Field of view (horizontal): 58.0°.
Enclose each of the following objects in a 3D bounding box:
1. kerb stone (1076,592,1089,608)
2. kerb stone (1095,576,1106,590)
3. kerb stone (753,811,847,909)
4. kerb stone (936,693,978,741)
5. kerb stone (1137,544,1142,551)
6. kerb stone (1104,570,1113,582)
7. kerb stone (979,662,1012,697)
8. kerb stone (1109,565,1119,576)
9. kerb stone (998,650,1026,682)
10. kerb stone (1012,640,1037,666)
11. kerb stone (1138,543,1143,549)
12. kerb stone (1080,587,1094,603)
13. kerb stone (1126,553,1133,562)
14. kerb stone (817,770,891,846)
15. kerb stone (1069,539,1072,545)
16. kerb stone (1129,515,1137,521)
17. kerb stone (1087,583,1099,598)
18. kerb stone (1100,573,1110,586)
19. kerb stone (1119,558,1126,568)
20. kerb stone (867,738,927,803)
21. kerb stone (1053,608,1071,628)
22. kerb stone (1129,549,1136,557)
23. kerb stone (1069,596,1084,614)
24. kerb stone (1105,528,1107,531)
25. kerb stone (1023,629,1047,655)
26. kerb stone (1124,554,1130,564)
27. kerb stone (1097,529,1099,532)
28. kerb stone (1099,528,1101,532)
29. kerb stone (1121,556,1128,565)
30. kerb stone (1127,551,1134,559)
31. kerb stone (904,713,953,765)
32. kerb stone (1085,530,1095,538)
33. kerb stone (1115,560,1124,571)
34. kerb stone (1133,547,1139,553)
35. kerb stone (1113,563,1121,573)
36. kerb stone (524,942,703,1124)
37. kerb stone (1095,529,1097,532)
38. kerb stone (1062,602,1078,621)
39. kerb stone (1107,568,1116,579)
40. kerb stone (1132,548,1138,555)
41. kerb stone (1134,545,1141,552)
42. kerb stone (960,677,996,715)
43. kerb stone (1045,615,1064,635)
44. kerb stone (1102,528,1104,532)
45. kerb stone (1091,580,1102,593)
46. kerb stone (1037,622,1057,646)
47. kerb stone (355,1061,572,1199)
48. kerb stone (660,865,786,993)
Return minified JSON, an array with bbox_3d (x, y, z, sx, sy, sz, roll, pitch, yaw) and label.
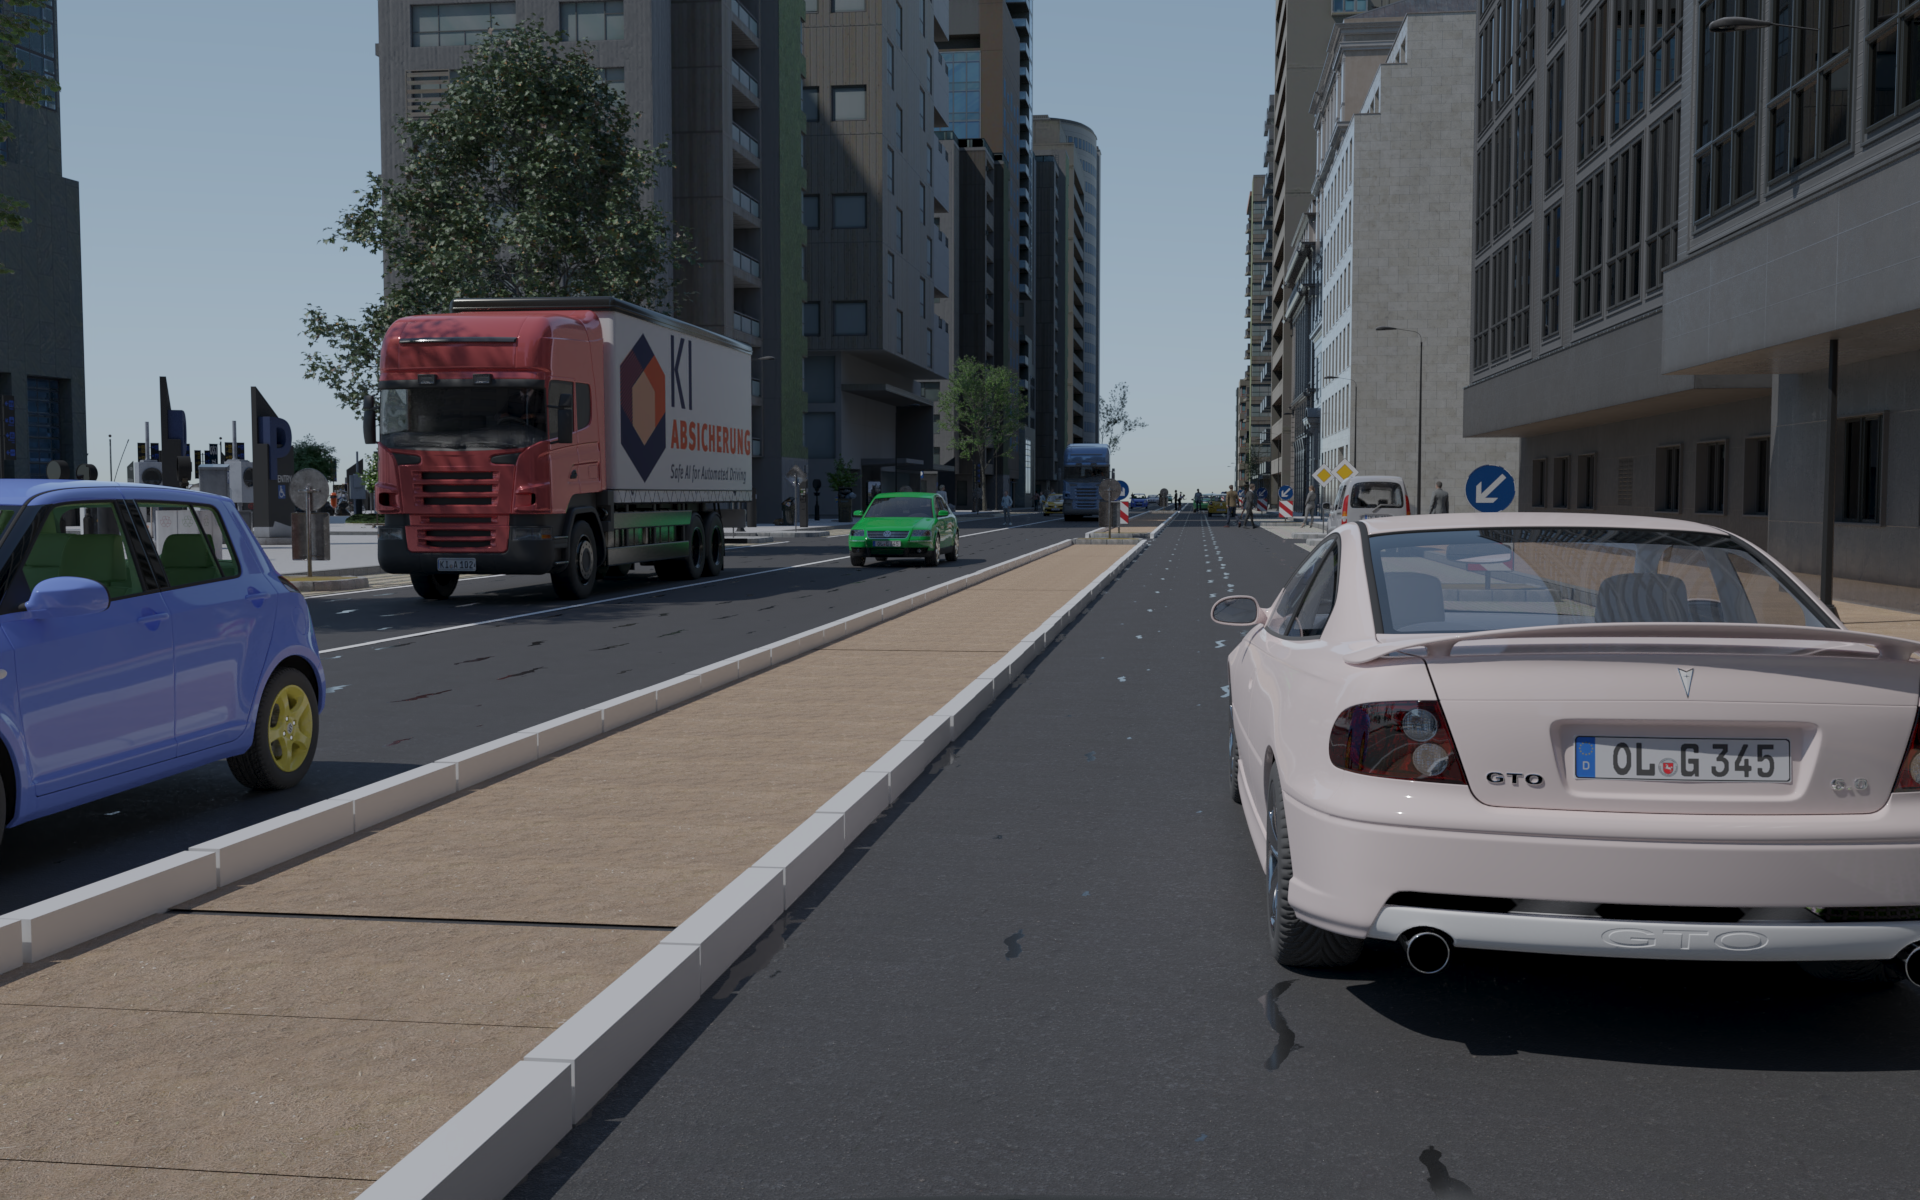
[{"bbox_3d":[1.497,0.030,21.708,0.120,0.150,1.000,0,4,8],"label":"kerb stone"},{"bbox_3d":[2.053,-0.219,25.776,0.120,0.150,1.000,0,4,8],"label":"kerb stone"},{"bbox_3d":[-0.592,0.962,6.461,0.120,0.150,1.000,0,4,8],"label":"kerb stone"},{"bbox_3d":[-0.029,0.713,10.531,0.120,0.150,1.000,0,4,8],"label":"kerb stone"},{"bbox_3d":[4.285,-1.215,42.062,0.120,0.150,1.000,0,4,8],"label":"kerb stone"},{"bbox_3d":[2.328,-0.343,27.804,0.120,0.150,1.000,0,4,8],"label":"kerb stone"},{"bbox_3d":[0.245,0.589,12.560,0.120,0.150,1.000,0,4,8],"label":"kerb stone"},{"bbox_3d":[2.617,-0.467,29.828,0.120,0.150,1.000,0,4,8],"label":"kerb stone"},{"bbox_3d":[0.390,0.530,13.577,0.120,0.150,1.000,0,4,8],"label":"kerb stone"},{"bbox_3d":[0.519,0.472,14.593,0.120,0.150,1.000,0,4,8],"label":"kerb stone"},{"bbox_3d":[4.426,-1.269,43.090,0.120,0.150,1.000,0,4,8],"label":"kerb stone"},{"bbox_3d":[1.630,-0.032,22.722,0.120,0.150,1.000,0,4,8],"label":"kerb stone"},{"bbox_3d":[3.452,-0.841,35.946,0.120,0.150,1.000,0,4,8],"label":"kerb stone"},{"bbox_3d":[-0.457,0.899,7.491,0.120,0.150,1.000,0,4,8],"label":"kerb stone"},{"bbox_3d":[2.901,-1.543,47.426,0.120,0.150,1.000,0,4,8],"label":"kerb stone"},{"bbox_3d":[9.653,-4.559,96.732,0.120,0.150,1.000,0,4,8],"label":"kerb stone"},{"bbox_3d":[1.778,-0.094,23.734,0.120,0.150,1.000,0,4,8],"label":"kerb stone"},{"bbox_3d":[2.192,-0.281,26.790,0.120,0.150,1.000,0,4,8],"label":"kerb stone"},{"bbox_3d":[3.026,-0.654,32.889,0.120,0.150,1.000,0,4,8],"label":"kerb stone"},{"bbox_3d":[-0.313,0.837,8.504,0.120,0.150,1.000,0,4,8],"label":"kerb stone"},{"bbox_3d":[1.074,0.217,18.666,0.120,0.150,1.000,0,4,8],"label":"kerb stone"},{"bbox_3d":[3.729,-0.965,37.986,0.120,0.150,1.000,0,4,8],"label":"kerb stone"},{"bbox_3d":[1.359,0.092,20.692,0.120,0.150,1.000,0,4,8],"label":"kerb stone"},{"bbox_3d":[5.345,-2.631,65.266,0.120,0.150,1.000,0,4,8],"label":"kerb stone"},{"bbox_3d":[0.657,0.403,15.605,0.120,0.150,1.000,0,4,8],"label":"kerb stone"},{"bbox_3d":[3.305,-0.779,34.935,0.120,0.150,1.000,0,4,8],"label":"kerb stone"},{"bbox_3d":[4.657,-2.323,60.180,0.120,0.150,1.000,0,4,8],"label":"kerb stone"},{"bbox_3d":[4.789,-2.385,61.194,0.120,0.150,1.000,0,4,8],"label":"kerb stone"},{"bbox_3d":[3.170,-0.717,33.915,0.120,0.150,1.000,0,4,8],"label":"kerb stone"},{"bbox_3d":[3.589,-0.903,36.959,0.120,0.150,1.000,0,4,8],"label":"kerb stone"},{"bbox_3d":[-0.183,0.775,9.520,0.120,0.150,1.000,0,4,8],"label":"kerb stone"},{"bbox_3d":[4.371,-2.198,58.130,0.120,0.150,1.000,0,4,8],"label":"kerb stone"},{"bbox_3d":[2.890,-0.592,31.876,0.120,0.150,1.000,0,4,8],"label":"kerb stone"},{"bbox_3d":[4.002,-1.084,40.016,0.120,0.150,1.000,0,4,8],"label":"kerb stone"},{"bbox_3d":[2.746,-0.524,30.856,0.120,0.150,1.000,0,4,8],"label":"kerb stone"},{"bbox_3d":[-0.866,1.086,4.434,0.120,0.150,1.000,0,4,8],"label":"kerb stone"},{"bbox_3d":[4.514,-2.260,59.151,0.120,0.150,1.000,0,4,8],"label":"kerb stone"},{"bbox_3d":[1.220,0.155,19.678,0.120,0.150,1.000,0,4,8],"label":"kerb stone"},{"bbox_3d":[2.471,-0.400,28.817,0.120,0.150,1.000,0,4,8],"label":"kerb stone"},{"bbox_3d":[3.863,-1.028,39.000,0.120,0.150,1.000,0,4,8],"label":"kerb stone"},{"bbox_3d":[4.147,-1.152,41.035,0.120,0.150,1.000,0,4,8],"label":"kerb stone"},{"bbox_3d":[0.102,0.656,11.545,0.120,0.150,1.000,0,4,8],"label":"kerb stone"},{"bbox_3d":[0.935,0.285,17.645,0.120,0.150,1.000,0,4,8],"label":"kerb stone"},{"bbox_3d":[5.067,-2.509,63.225,0.120,0.150,1.000,0,4,8],"label":"kerb stone"},{"bbox_3d":[1.912,-0.152,24.764,0.120,0.150,1.000,0,4,8],"label":"kerb stone"},{"bbox_3d":[0.806,0.347,16.629,0.120,0.150,1.000,0,4,8],"label":"kerb stone"},{"bbox_3d":[-1.003,1.148,3.421,0.120,0.150,1.000,0,4,8],"label":"kerb stone"},{"bbox_3d":[-0.732,1.024,5.448,0.120,0.150,1.000,0,4,8],"label":"kerb stone"}]
